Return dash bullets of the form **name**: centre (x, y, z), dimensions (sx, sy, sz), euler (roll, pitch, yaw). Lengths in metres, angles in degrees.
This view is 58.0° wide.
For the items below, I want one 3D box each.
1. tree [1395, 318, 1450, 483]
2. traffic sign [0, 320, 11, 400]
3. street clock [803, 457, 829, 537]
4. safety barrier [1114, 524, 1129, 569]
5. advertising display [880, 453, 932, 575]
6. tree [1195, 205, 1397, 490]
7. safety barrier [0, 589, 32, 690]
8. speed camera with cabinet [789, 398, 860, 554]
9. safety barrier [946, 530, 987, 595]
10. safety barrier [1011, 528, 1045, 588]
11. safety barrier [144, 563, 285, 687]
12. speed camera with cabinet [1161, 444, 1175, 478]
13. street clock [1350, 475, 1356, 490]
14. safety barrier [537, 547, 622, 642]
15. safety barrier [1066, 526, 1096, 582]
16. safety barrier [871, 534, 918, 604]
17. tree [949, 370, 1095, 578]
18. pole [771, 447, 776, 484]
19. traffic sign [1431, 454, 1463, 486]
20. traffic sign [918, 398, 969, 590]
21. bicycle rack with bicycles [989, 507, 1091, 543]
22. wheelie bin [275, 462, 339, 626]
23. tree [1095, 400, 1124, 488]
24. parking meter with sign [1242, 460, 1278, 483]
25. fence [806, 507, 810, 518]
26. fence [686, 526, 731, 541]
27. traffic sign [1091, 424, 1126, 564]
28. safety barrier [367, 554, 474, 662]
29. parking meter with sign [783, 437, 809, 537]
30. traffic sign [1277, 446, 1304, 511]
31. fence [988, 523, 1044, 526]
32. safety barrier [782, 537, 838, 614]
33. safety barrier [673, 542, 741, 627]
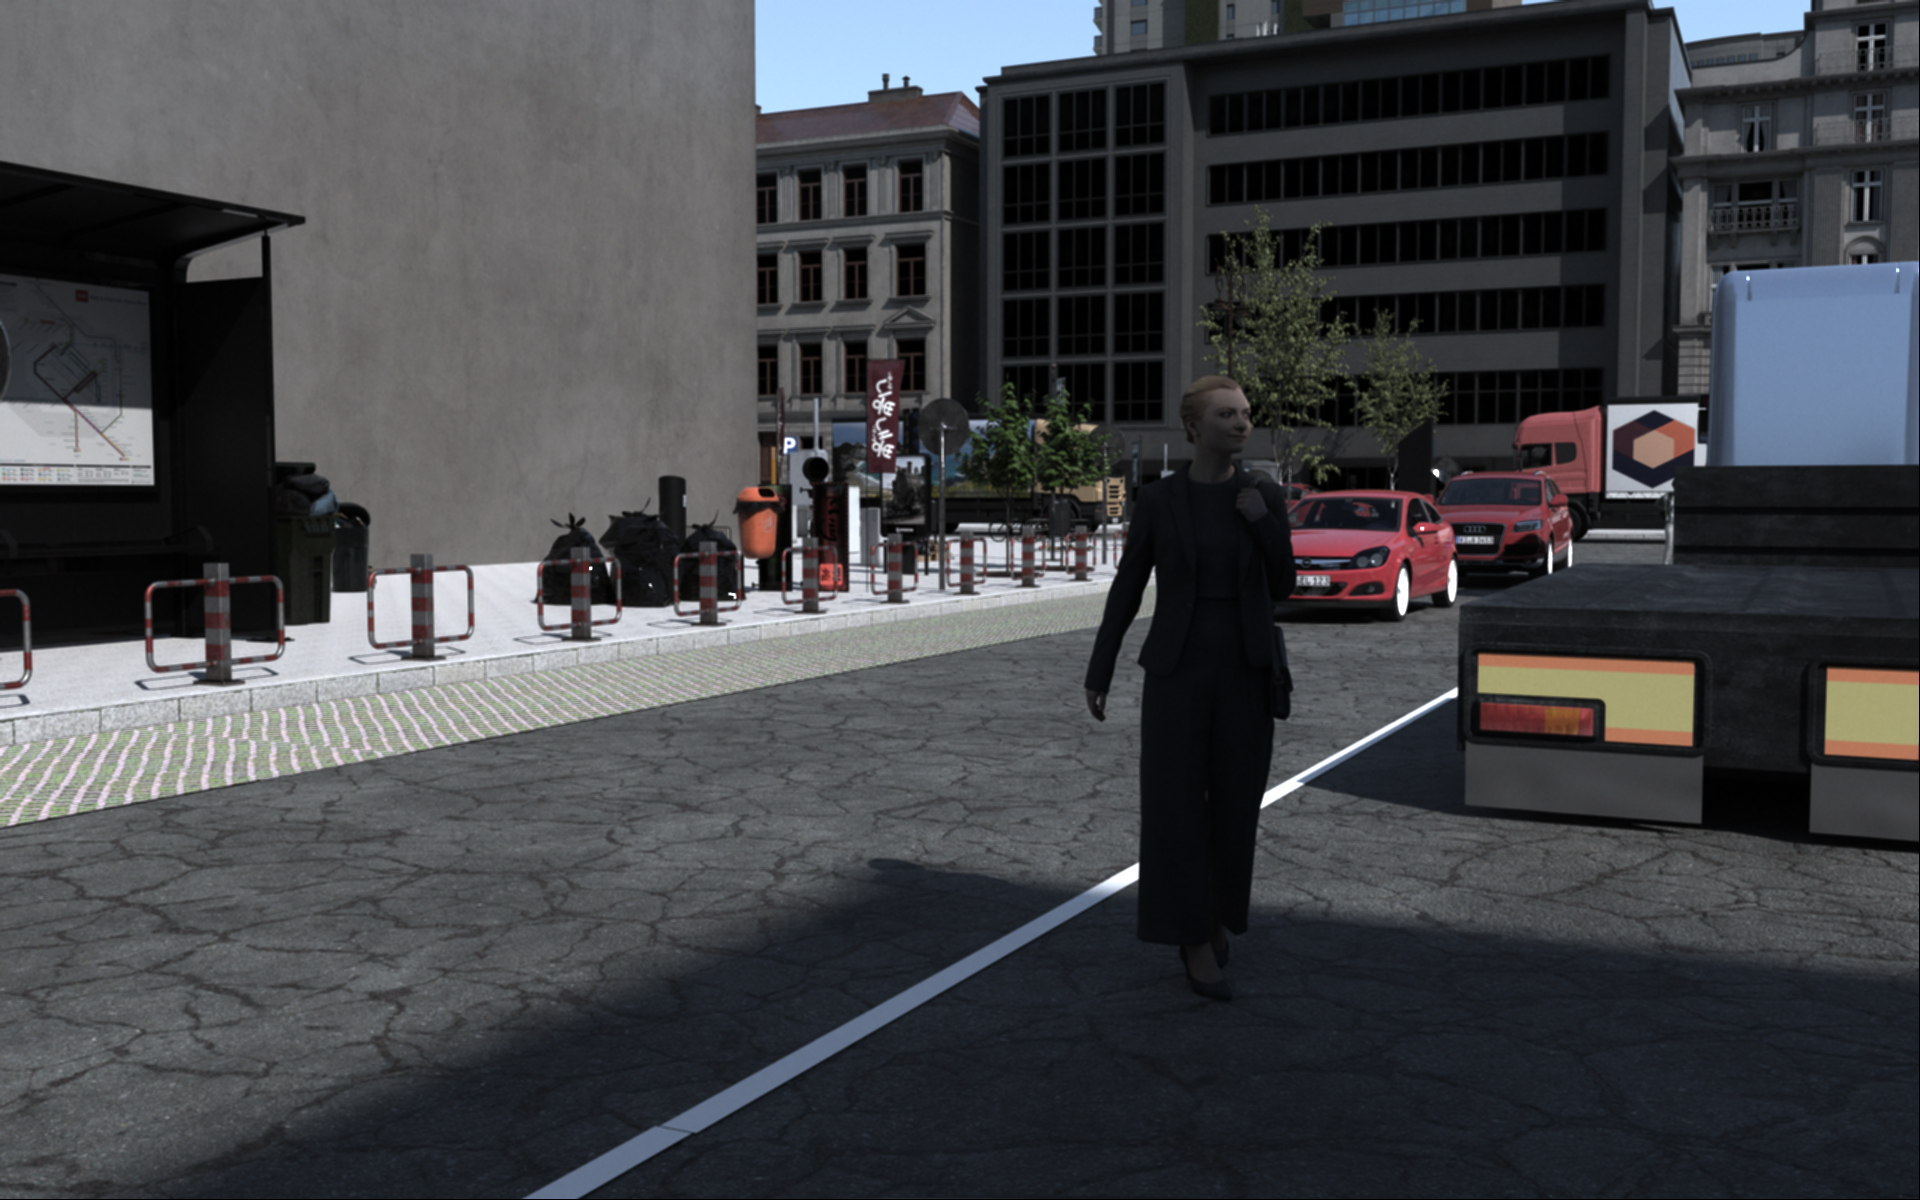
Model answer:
- **tree**: centre (17.103, -7.204, 68.153), dimensions (4.737, 8.622, 4.395), euler (0, 3, 0)
- **traffic sign**: centre (-6.542, -0.694, 11.452), dimensions (0.768, 2.556, 0.104), euler (2, 4, 26)
- **street clock**: centre (-2.824, -1.797, 33.957), dimensions (0.471, 2.002, 0.358), euler (-2, 4, -34)
- **safety barrier**: centre (2.631, -0.791, 27.208), dimensions (0.300, 0.817, 1.120), euler (2, 4, 26)
- **advertising display**: centre (-0.868, -1.368, 27.576), dimensions (0.974, 1.923, 0.123), euler (3, 4, 38)
- **tree**: centre (8.091, -5.716, 43.825), dimensions (4.737, 8.622, 4.395), euler (0, 3, 0)
- **safety barrier**: centre (-5.841, 0.266, 9.922), dimensions (0.300, 0.817, 1.120), euler (2, 4, 26)
- **speed camera with cabinet**: centre (-2.848, -2.584, 36.581), dimensions (0.660, 3.252, 2.038), euler (2, 4, 26)
- **safety barrier**: centre (0.088, -0.474, 22.031), dimensions (0.300, 0.817, 1.120), euler (2, 4, 26)
- **safety barrier**: centre (0.936, -0.580, 23.759), dimensions (0.300, 0.817, 1.120), euler (2, 4, 26)
- **safety barrier**: centre (-4.995, 0.160, 11.653), dimensions (0.300, 0.817, 1.120), euler (2, 4, 26)
- **speed camera with cabinet**: centre (8.050, -4.490, 67.744), dimensions (0.660, 3.252, 2.038), euler (1, 4, 20)
- **street clock**: centre (14.912, -3.744, 65.781), dimensions (0.358, 2.002, 0.471), euler (1, 4, 15)
- **safety barrier**: centre (-3.306, -0.051, 15.103), dimensions (0.300, 0.817, 1.120), euler (2, 4, 26)
- **safety barrier**: centre (1.781, -0.685, 25.480), dimensions (0.300, 0.817, 1.120), euler (2, 4, 26)
- **safety barrier**: centre (-0.762, -0.369, 20.301), dimensions (0.300, 0.817, 1.120), euler (2, 4, 26)
- **tree**: centre (0.838, -1.989, 27.128), dimensions (1.663, 3.219, 1.824), euler (0, 3, 0)
- **pole**: centre (-8.025, -4.943, 74.664), dimensions (0.158, 3.312, 0.155), euler (0, 3, 0)
- **traffic sign**: centre (12.219, -2.441, 43.555), dimensions (0.795, 2.450, 0.064), euler (2, 4, 26)
- **traffic sign**: centre (-0.240, -1.402, 23.037), dimensions (0.768, 2.556, 0.104), euler (2, 4, 27)
- **bicycle rack with bicycles**: centre (2.216, -2.023, 46.461), dimensions (2.925, 0.926, 2.852), euler (-1, 4, -10)
- **wheelie bin**: centre (-6.582, -0.566, 17.161), dimensions (0.693, 1.594, 0.980), euler (1, 4, 21)
- **tree**: centre (1.675, -2.105, 29.016), dimensions (1.663, 3.219, 1.824), euler (0, 3, 0)
- **parking meter with sign**: centre (6.722, -2.598, 38.739), dimensions (1.738, 3.016, 0.543), euler (-1, 4, -23)
- **fence**: centre (-7.040, -3.935, 79.707), dimensions (2.069, 0.683, 0.278), euler (0, 4, -6)
- **fence**: centre (-5.086, -1.036, 32.314), dimensions (2.069, 0.683, 0.278), euler (2, 4, 28)
- **traffic sign**: centre (2.642, -1.928, 31.621), dimensions (0.768, 2.556, 0.104), euler (2, 4, 26)
- **safety barrier**: centre (-4.150, 0.055, 13.374), dimensions (0.300, 0.817, 1.120), euler (2, 4, 26)
- **parking meter with sign**: centre (-4.924, -3.402, 51.890), dimensions (0.543, 3.016, 1.738), euler (-1, 4, -20)
- **traffic sign**: centre (8.808, -2.826, 46.306), dimensions (0.768, 2.556, 0.104), euler (2, 4, 35)
- **fence**: centre (2.271, -3.616, 70.326), dimensions (2.264, 1.192, 0.480), euler (0, 4, -5)
- **safety barrier**: centre (-1.604, -0.263, 18.573), dimensions (0.300, 0.817, 1.120), euler (2, 4, 26)
- **safety barrier**: centre (-2.448, -0.158, 16.851), dimensions (0.300, 0.817, 1.120), euler (2, 4, 26)
